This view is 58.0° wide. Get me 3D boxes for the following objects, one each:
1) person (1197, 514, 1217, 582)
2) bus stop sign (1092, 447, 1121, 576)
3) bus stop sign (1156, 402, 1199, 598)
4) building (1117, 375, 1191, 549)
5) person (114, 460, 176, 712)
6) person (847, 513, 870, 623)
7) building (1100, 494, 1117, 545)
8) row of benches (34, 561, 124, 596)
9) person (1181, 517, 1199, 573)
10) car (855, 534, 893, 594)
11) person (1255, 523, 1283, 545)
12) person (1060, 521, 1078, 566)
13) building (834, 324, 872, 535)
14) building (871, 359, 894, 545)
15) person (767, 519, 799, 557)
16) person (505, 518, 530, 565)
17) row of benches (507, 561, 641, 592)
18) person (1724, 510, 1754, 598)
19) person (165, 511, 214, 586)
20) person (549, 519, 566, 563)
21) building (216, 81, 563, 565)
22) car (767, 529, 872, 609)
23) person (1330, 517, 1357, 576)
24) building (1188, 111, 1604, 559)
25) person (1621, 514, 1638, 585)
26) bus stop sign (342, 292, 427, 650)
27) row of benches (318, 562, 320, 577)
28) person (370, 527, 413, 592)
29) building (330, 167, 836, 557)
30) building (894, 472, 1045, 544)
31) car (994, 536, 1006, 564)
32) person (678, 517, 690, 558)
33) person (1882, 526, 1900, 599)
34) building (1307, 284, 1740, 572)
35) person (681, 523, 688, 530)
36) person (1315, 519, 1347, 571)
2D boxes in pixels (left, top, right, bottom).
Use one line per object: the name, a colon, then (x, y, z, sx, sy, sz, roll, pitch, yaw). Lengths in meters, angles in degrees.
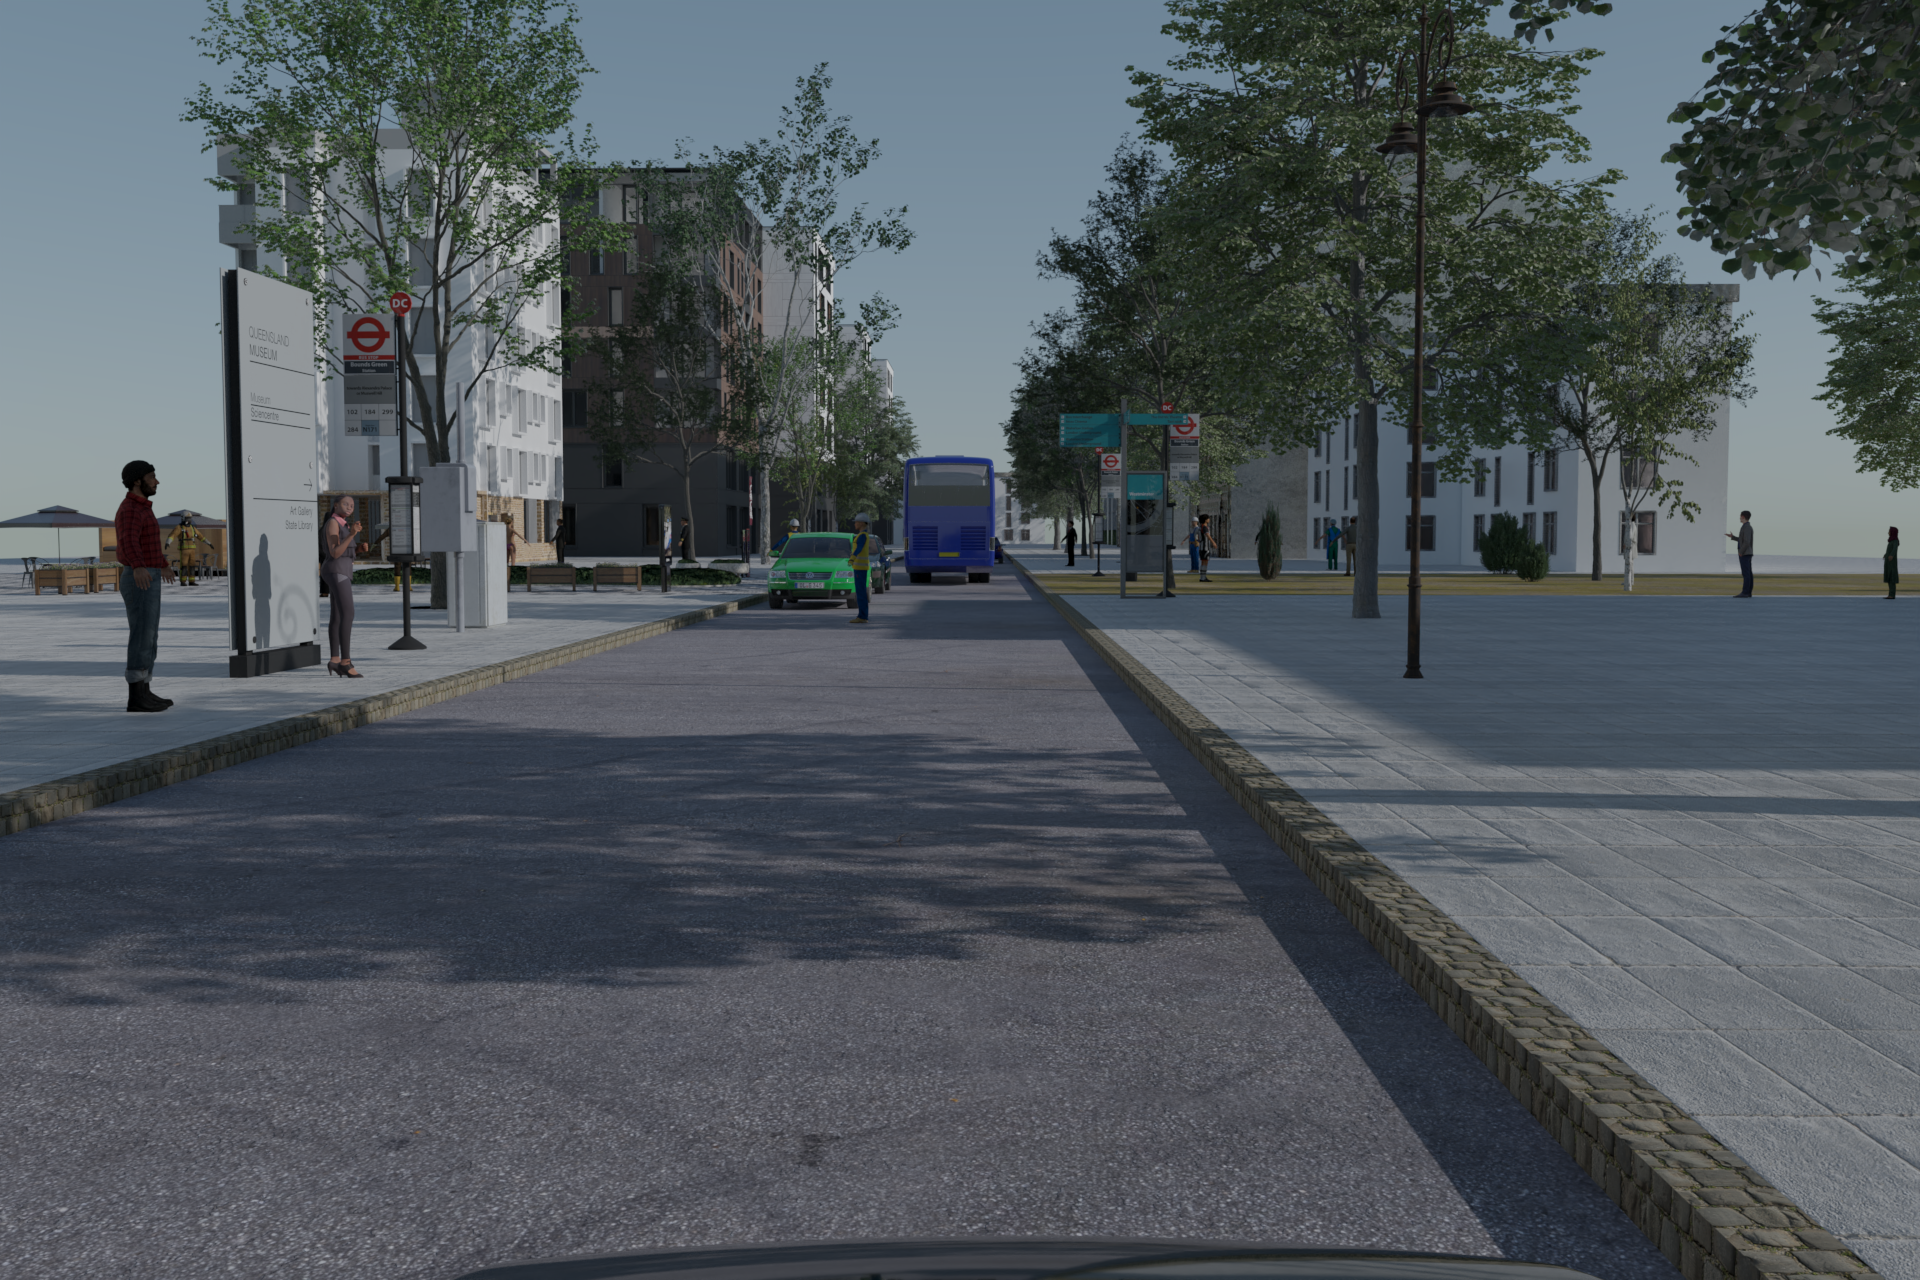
person: (6.562, -2.455, 46.283, 0.704, 1.843, 1.345, -1, 4, -9)
bus stop sign: (4.433, -3.903, 52.512, 0.855, 3.939, 0.416, 0, 4, 1)
bus stop sign: (4.402, -2.837, 35.084, 0.855, 3.939, 0.416, 0, 4, 1)
building: (24.450, -20.102, 159.593, 19.493, 23.208, 18.063, 0, 4, 1)
person: (-5.910, -0.396, 12.581, 0.704, 1.816, 1.345, -1, 4, -17)
person: (-1.675, -1.164, 27.953, 0.721, 1.772, 1.216, 0, 4, 4)
building: (25.988, -20.794, 206.443, 16.747, 18.905, 31.486, 0, 4, 1)
row of benches: (-19.025, -1.375, 37.939, 1.422, 0.672, 4.104, 0, 4, -2)
person: (7.737, -3.146, 57.298, 0.705, 1.847, 1.347, -2, 4, -24)
car: (-2.636, -2.016, 42.751, 2.009, 1.686, 4.222, 0, 4, 1)
person: (10.022, -3.036, 56.351, 0.721, 1.740, 1.216, -3, 4, -36)
person: (4.377, -3.824, 68.707, 0.705, 1.806, 1.347, -2, 4, -23)
building: (-23.390, -19.743, 166.765, 27.936, 21.610, 32.646, 0, 4, 1)
building: (-22.448, -21.792, 200.278, 27.936, 21.610, 32.646, 0, 4, 1)
person: (-3.775, -1.850, 39.173, 1.216, 1.772, 0.721, -1, 4, -23)
person: (-12.760, -2.599, 49.294, 1.217, 1.733, 0.721, 1, 4, 22)
row of benches: (-9.240, -1.428, 38.815, 4.104, 0.672, 1.422, -1, 4, -12)
person: (15.754, -1.745, 35.112, 0.617, 1.759, 0.750, -3, 5, -43)
person: (-18.962, -2.248, 42.522, 0.705, 1.858, 1.354, 2, 4, 30)
person: (-13.462, -3.178, 58.192, 0.704, 1.802, 1.346, 0, 4, 7)
building: (-25.066, -13.298, 73.850, 16.016, 20.090, 11.380, 0, 4, 1)
car: (-2.763, -1.582, 34.661, 1.959, 1.807, 4.718, 0, 4, 1)
person: (11.992, -2.858, 52.997, 1.348, 1.796, 0.705, 0, 4, -6)
building: (23.333, -16.323, 97.814, 19.493, 23.208, 18.063, 0, 4, 1)
person: (16.817, -2.286, 43.558, 0.705, 1.806, 1.347, 1, 4, 22)
bus stop sign: (-6.383, -1.865, 19.201, 0.855, 3.939, 0.416, 0, 4, 1)
row of benches: (-16.909, -1.784, 44.634, 1.422, 0.672, 4.104, 0, 4, 5)
person: (-12.421, -1.983, 38.552, 1.346, 1.812, 0.704, -1, 4, -18)
building: (-23.646, -16.480, 113.416, 27.936, 21.610, 32.646, 0, 4, 2)
building: (-2.472, -17.494, 230.632, 28.070, 9.664, 9.099, 0, 4, -8)
car: (1.280, -4.439, 85.157, 1.945, 1.354, 3.894, 0, 4, 1)
person: (-8.798, -3.015, 55.236, 0.705, 1.837, 1.347, 0, 4, -3)
person: (18.296, -1.524, 34.132, 0.599, 1.438, 0.989, 1, 4, 22)
building: (21.641, -7.960, 72.294, 9.099, 9.664, 28.070, 0, 4, 0)
person: (-10.185, -3.562, 64.370, 0.705, 1.813, 1.348, -1, 4, -8)
person: (13.114, -3.357, 61.011, 1.347, 1.817, 0.704, -2, 4, -24)
